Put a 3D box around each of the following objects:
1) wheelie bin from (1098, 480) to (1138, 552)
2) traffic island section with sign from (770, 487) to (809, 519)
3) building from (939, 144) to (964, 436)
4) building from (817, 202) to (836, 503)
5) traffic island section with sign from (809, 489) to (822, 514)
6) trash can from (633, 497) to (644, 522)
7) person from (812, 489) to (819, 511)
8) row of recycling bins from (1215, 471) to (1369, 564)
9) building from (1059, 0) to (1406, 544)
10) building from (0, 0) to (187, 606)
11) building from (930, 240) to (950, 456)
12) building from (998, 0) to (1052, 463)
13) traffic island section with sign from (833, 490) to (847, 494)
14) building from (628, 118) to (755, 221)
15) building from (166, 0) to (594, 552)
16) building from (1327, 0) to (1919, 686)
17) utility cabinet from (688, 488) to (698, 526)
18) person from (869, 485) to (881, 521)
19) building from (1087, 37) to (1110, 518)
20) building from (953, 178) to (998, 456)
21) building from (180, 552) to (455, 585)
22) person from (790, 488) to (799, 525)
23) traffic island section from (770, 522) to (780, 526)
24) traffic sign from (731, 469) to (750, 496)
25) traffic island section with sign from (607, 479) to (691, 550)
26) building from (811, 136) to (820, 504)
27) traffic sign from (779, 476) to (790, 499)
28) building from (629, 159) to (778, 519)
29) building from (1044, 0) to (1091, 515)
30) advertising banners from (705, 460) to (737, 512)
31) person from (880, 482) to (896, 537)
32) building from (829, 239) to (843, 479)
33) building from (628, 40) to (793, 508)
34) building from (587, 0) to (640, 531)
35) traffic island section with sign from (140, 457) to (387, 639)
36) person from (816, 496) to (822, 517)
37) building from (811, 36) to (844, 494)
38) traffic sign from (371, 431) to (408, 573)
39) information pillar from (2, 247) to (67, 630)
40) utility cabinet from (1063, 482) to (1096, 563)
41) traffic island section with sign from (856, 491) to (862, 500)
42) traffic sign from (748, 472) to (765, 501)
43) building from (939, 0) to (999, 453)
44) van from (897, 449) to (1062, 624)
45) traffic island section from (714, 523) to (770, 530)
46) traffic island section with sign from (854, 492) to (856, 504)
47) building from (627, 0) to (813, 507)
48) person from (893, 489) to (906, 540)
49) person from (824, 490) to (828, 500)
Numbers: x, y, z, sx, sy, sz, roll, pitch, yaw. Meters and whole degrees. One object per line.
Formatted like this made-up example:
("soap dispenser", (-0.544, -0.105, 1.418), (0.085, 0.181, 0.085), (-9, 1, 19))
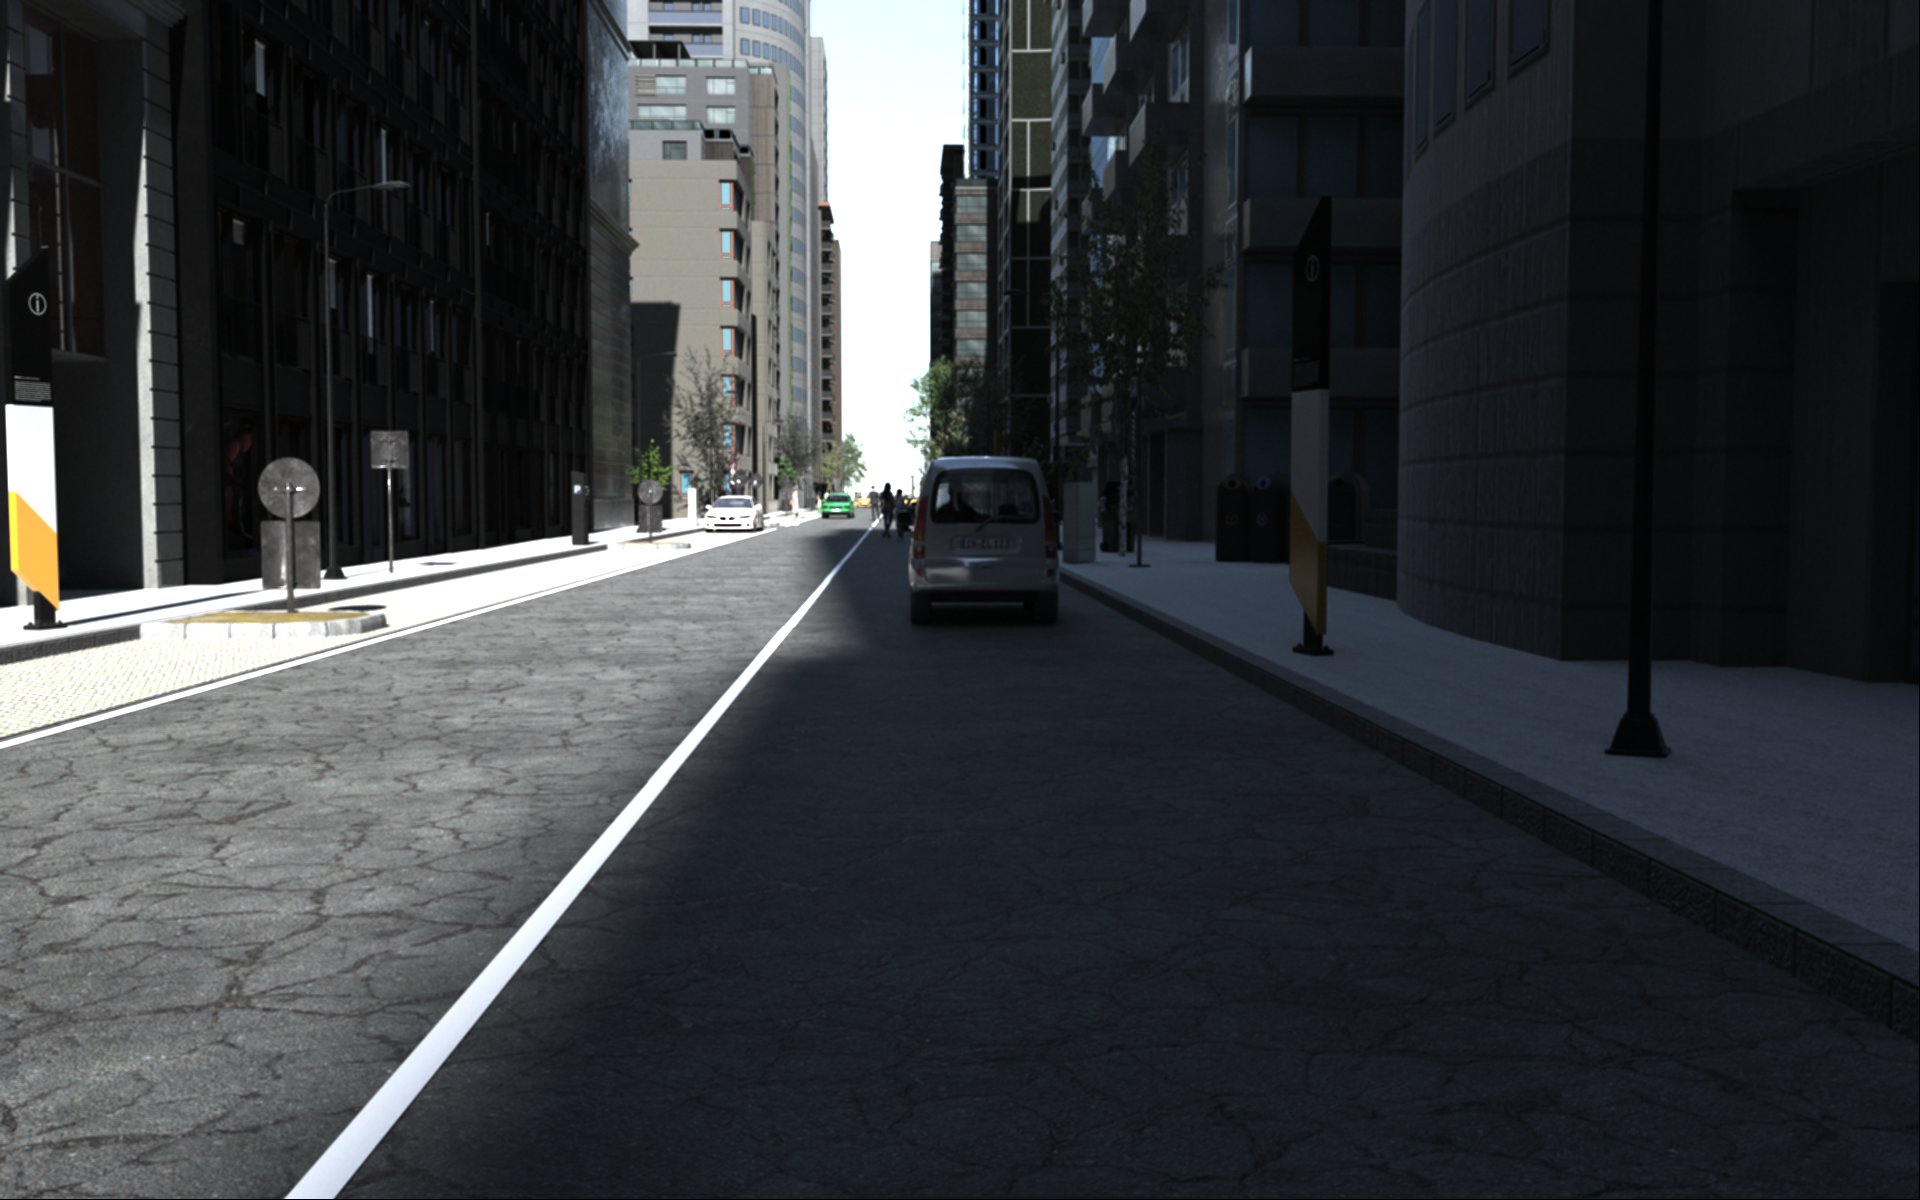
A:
("wheelie bin", (3.544, -1.856, 38.252), (0.980, 1.594, 0.693), (-2, 4, -31))
("traffic island section with sign", (-9.973, -5.614, 100.412), (1.989, 1.847, 2.006), (0, 4, -2))
("building", (8.554, -34.216, 214.051), (22.147, 44.769, 28.867), (0, 4, -2))
("building", (-29.416, -36.516, 251.663), (22.147, 44.769, 28.867), (0, 4, -2))
("traffic island section with sign", (-10.916, -7.276, 127.583), (1.989, 1.847, 2.006), (0, 4, -2))
("trash can", (-14.806, -4.142, 79.368), (0.748, 1.137, 0.748), (0, 3, 0))
("person", (-11.387, -7.766, 135.430), (0.822, 1.834, 0.622), (-1, 4, -13))
("row of recycling bins", (6.116, -1.525, 32.044), (1.069, 1.692, 3.534), (-3, 4, -36))
("building", (15.724, -26.543, 53.590), (23.786, 49.044, 30.456), (0, 4, -2))
("building", (-15.709, -14.123, 8.412), (11.434, 29.767, 29.804), (0, 4, -2))
("building", (2.102, -36.488, 280.170), (14.154, 41.232, 14.086), (0, 4, -2))
("building", (11.718, -43.014, 141.524), (20.563, 71.187, 20.611), (0, 4, -2))
("traffic island section with sign", (-12.641, -10.330, 177.522), (1.989, 1.847, 2.006), (0, 4, -2))
("building", (-23.742, -22.343, 137.011), (14.160, 30.474, 14.107), (0, 4, -2))
("building", (-17.802, -13.332, 47.656), (12.332, 23.373, 15.834), (0, 4, -2))
("building", (15.031, -28.862, 13.886), (21.231, 58.520, 28.212), (0, 4, -2))
("utility cabinet", (-10.585, -3.668, 68.644), (0.318, 1.500, 1.173), (0, 4, -5))
("person", (-4.565, -5.183, 92.611), (0.648, 1.900, 0.474), (0, 4, -1))
("building", (14.137, -26.656, 85.935), (14.200, 45.320, 14.600), (0, 4, -2))
("building", (6.342, -23.819, 161.138), (14.160, 30.474, 14.107), (0, 4, -2))
("building", (-16.883, -12.335, 31.356), (12.332, 23.373, 15.834), (0, 4, -2))
("person", (-7.683, -4.353, 80.683), (0.522, 1.701, 0.512), (-1, 4, -22))
("traffic island section", (-9.187, -3.416, 78.129), (2.009, 0.180, 2.903), (0, 4, -2))
("traffic sign", (-8.886, -4.064, 70.088), (0.795, 2.450, 0.064), (0, 4, -2))
("traffic island section with sign", (-8.061, -2.230, 45.096), (1.989, 1.847, 2.006), (0, 4, -2))
("building", (-24.837, -34.619, 216.139), (14.600, 45.320, 14.200), (0, 4, -2))
("traffic sign", (-12.408, -7.494, 122.632), (0.768, 2.556, 0.104), (0, 4, 6))
("building", (-25.853, -15.832, 103.893), (27.650, 21.520, 28.899), (0, 4, -2))
("building", (18.526, -25.529, 109.278), (32.217, 40.220, 23.993), (0, 4, -2))
("advertising banners", (-12.215, -5.663, 88.778), (2.074, 3.025, 0.090), (2, 4, 31))
("person", (-2.376, -2.995, 57.470), (0.555, 1.821, 0.388), (0, 4, 3))
("building", (-27.152, -39.397, 294.242), (14.600, 45.320, 14.200), (0, 4, -2))
("building", (-22.945, -29.097, 159.326), (14.154, 41.232, 14.086), (0, 4, -2))
("building", (-24.858, -16.193, 62.013), (25.104, 27.353, 12.463), (0, 4, -2))
("traffic island section with sign", (-7.103, -0.571, 17.962), (1.989, 1.847, 2.006), (0, 4, -2))
("person", (-8.663, -5.771, 107.112), (0.590, 1.304, 0.306), (-2, 4, -27))
("building", (-29.118, -51.239, 276.001), (20.563, 71.187, 20.611), (0, 4, -2))
("traffic sign", (-9.227, -1.585, 28.037), (0.606, 2.300, 0.079), (0, 4, 2))
("information pillar", (-8.731, -1.525, 16.296), (0.183, 3.616, 0.504), (1, 4, 17))
("utility cabinet", (2.228, -1.453, 32.432), (0.318, 1.500, 1.173), (1, 4, 21))
("traffic island section with sign", (-16.468, -17.060, 287.565), (1.989, 1.847, 2.006), (0, 4, -2))
("traffic sign", (-9.163, -4.552, 78.068), (0.795, 2.450, 0.064), (0, 4, -2))
("building", (9.247, -53.177, 182.110), (22.319, 86.520, 31.000), (0, 4, -2))
("van", (0.242, -0.827, 20.535), (2.013, 2.044, 4.112), (0, 4, -1))
("traffic island section", (-8.909, -2.928, 70.149), (2.009, 0.180, 2.903), (0, 4, -2))
("traffic island section with sign", (-13.583, -11.994, 204.731), (1.989, 1.847, 2.006), (0, 4, -2))
("building", (-26.596, -39.009, 179.794), (21.231, 58.520, 28.212), (0, 4, -2))
("person", (-1.861, -2.654, 53.711), (0.330, 1.601, 0.589), (1, 4, 22))
("person", (-9.499, -7.065, 124.587), (0.480, 1.755, 0.524), (0, 4, 6))
